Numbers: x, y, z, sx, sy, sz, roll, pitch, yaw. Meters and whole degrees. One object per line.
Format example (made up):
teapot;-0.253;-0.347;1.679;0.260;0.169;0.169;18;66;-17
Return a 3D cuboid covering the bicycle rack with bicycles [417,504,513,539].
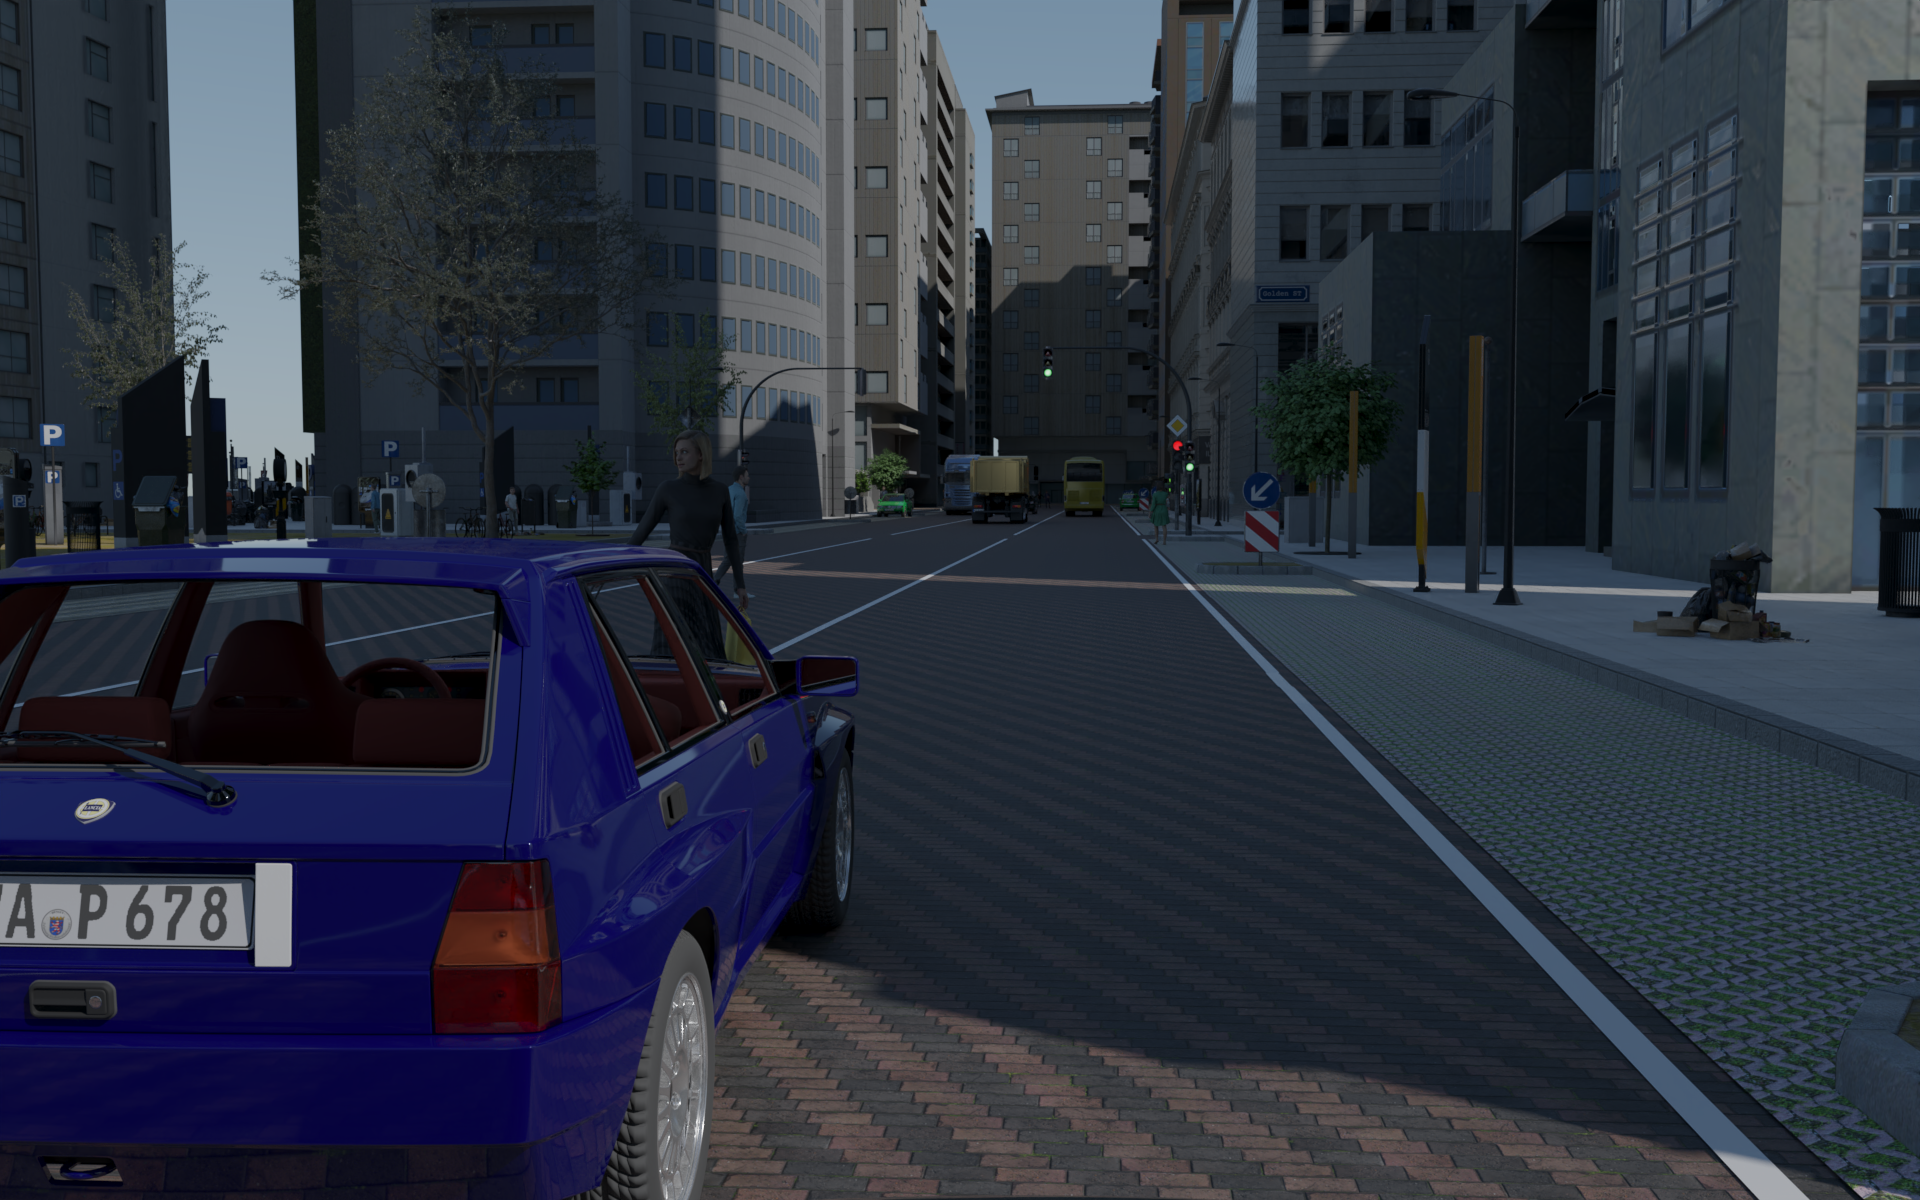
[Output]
bicycle rack with bicycles;-13.542;-2.062;47.089;2.852;0.926;2.925;-2;4;-25

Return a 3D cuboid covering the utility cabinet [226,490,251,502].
utility cabinet;-35.982;-4.747;86.297;1.173;1.500;0.318;0;4;3

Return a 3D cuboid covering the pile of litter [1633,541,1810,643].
pile of litter;6.849;-0.104;15.662;1.176;0.858;1.719;0;4;-7

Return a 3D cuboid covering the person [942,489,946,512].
person;-1.291;-8.086;140.722;0.705;1.822;1.348;0;4;-5

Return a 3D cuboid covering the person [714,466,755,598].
person;-3.157;-0.935;23.806;0.620;1.820;0.660;-2;4;-34

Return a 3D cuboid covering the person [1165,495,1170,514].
person;13.031;-5.985;108.912;0.382;1.210;0.505;0;4;8

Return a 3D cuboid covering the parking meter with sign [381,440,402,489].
parking meter with sign;-18.197;-3.630;55.609;0.543;3.016;1.738;-1;4;-23

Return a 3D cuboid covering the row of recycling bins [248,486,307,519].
row of recycling bins;-35.535;-5.038;89.480;3.534;1.692;1.069;0;4;-2

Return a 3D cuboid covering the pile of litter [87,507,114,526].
pile of litter;-34.568;-3.420;69.885;1.176;0.858;1.719;1;4;13

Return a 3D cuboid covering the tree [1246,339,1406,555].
tree;7.790;-3.256;36.954;4.285;4.588;4.351;0;3;0

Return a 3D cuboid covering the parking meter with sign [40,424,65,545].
parking meter with sign;-22.985;-2.915;43.921;0.543;3.016;1.738;-2;4;-28

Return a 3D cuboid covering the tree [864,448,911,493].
tree;-5.097;-8.447;121.824;4.285;4.588;4.351;0;3;0

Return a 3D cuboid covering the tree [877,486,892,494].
tree;-5.367;-7.965;124.831;1.663;3.219;1.824;0;3;0

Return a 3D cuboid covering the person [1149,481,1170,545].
person;5.632;-2.445;48.724;0.600;1.795;0.529;-1;4;-19

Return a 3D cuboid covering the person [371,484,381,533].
person;-20.512;-3.183;60.889;0.444;1.785;0.601;1;4;22

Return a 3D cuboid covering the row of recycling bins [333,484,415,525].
row of recycling bins;-24.222;-3.942;71.560;3.534;1.692;1.069;0;4;8

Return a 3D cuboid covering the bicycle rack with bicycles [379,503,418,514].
bicycle rack with bicycles;-21.332;-3.284;67.082;2.852;0.926;2.925;2;4;27

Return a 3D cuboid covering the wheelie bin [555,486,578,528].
wheelie bin;-14.700;-3.473;64.688;0.980;1.594;0.693;1;4;20

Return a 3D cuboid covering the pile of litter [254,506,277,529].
pile of litter;-25.718;-3.097;64.595;1.176;0.858;1.719;0;4;6

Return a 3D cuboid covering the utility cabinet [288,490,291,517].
utility cabinet;-36.887;-5.318;95.630;0.318;1.500;1.173;-1;4;-16

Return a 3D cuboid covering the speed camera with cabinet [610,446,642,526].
speed camera with cabinet;-13.701;-4.692;71.044;0.660;3.252;2.038;1;4;13

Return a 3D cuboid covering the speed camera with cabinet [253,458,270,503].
speed camera with cabinet;-37.967;-6.156;94.994;0.660;3.252;2.038;0;4;3

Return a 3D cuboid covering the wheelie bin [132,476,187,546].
wheelie bin;-13.931;-1.361;30.155;0.980;1.594;0.693;1;4;11

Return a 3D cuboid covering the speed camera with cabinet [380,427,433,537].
speed camera with cabinet;-16.548;-3.511;51.740;2.038;3.252;0.660;3;5;40

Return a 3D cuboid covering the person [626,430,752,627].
person;-1.945;-0.087;10.138;1.509;1.804;0.699;1;4;10

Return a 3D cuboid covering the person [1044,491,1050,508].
person;8.808;-10.071;173.602;0.683;1.767;0.568;-1;4;-18

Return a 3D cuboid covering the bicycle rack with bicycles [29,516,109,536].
bicycle rack with bicycles;-27.828;-2.444;53.342;2.852;0.926;2.925;0;4;6

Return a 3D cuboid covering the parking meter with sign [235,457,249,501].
parking meter with sign;-33.927;-5.247;82.043;0.543;3.016;1.738;-1;4;-17

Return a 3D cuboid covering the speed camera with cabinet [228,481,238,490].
speed camera with cabinet;-47.016;-7.307;113.798;0.660;3.252;2.038;3;4;36

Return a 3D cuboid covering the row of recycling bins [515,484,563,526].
row of recycling bins;-17.785;-3.887;70.658;3.534;1.692;1.069;0;4;-4

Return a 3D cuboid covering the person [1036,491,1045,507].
person;8.537;-10.843;186.600;1.217;1.723;0.721;1;4;17

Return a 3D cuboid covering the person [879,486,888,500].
person;-5.206;-6.886;118.824;0.606;1.804;0.583;-1;4;-12

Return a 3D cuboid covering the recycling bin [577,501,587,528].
recycling bin;-14.875;-3.308;66.647;0.722;1.027;0.722;2;4;32

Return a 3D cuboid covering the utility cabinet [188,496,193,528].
utility cabinet;-28.928;-3.353;65.984;1.020;1.237;0.306;2;4;24

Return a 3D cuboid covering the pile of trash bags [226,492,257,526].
pile of trash bags;-32.640;-4.125;77.198;1.912;1.369;3.447;-3;5;-43

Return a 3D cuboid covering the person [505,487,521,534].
person;-14.359;-2.877;55.679;0.523;1.515;0.503;0;4;3

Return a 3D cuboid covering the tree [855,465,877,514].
tree;-6.592;-7.313;114.175;1.663;3.219;1.824;0;3;0

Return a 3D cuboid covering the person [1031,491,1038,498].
person;7.669;-10.480;180.585;1.217;1.736;0.721;3;5;39

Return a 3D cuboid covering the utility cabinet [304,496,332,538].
utility cabinet;-18.398;-2.356;49.687;0.306;1.237;1.020;1;4;9

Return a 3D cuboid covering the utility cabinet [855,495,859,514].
utility cabinet;-6.790;-6.082;110.599;0.306;1.237;1.020;-2;4;-26

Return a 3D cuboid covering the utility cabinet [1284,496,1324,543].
utility cabinet;9.054;-2.107;45.617;1.020;1.237;0.306;-1;4;-17
